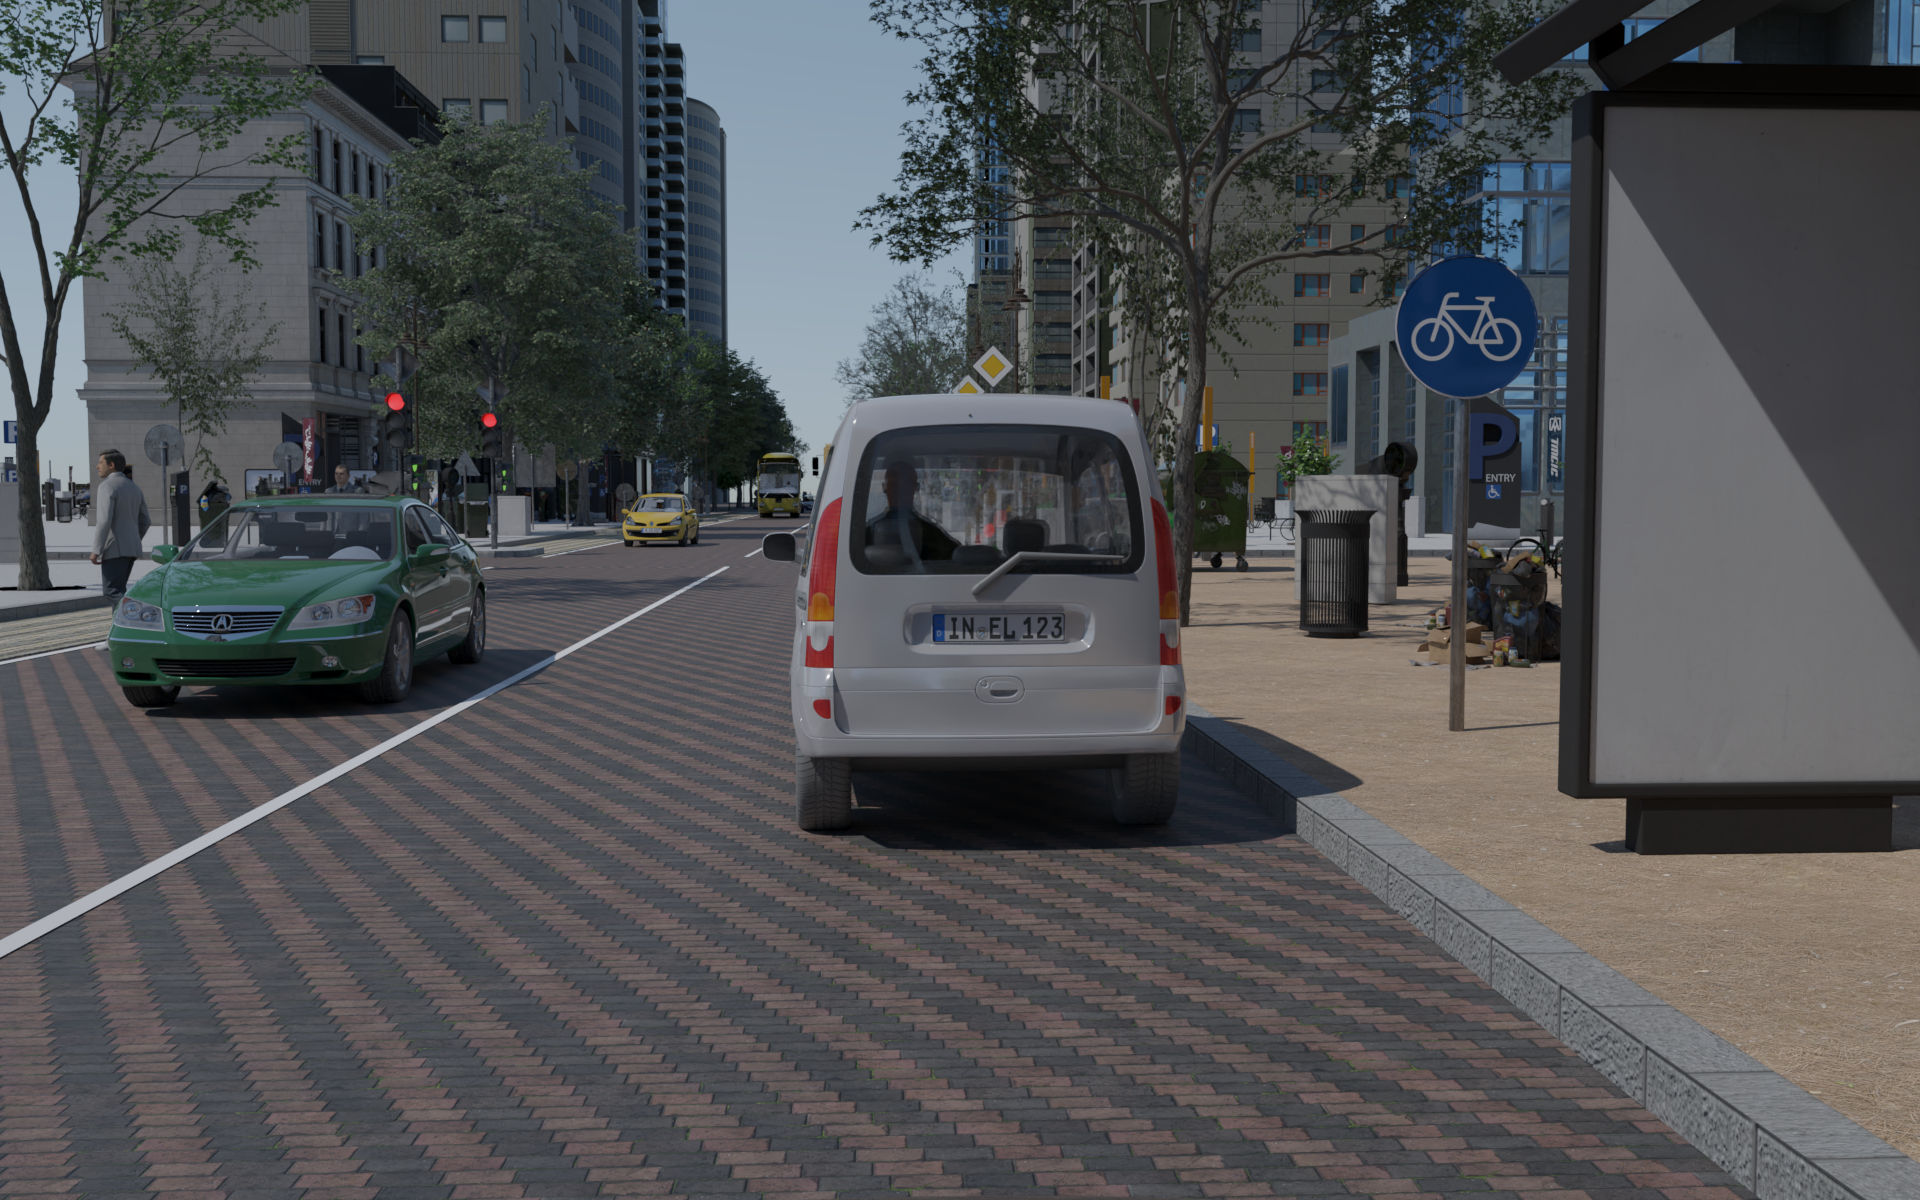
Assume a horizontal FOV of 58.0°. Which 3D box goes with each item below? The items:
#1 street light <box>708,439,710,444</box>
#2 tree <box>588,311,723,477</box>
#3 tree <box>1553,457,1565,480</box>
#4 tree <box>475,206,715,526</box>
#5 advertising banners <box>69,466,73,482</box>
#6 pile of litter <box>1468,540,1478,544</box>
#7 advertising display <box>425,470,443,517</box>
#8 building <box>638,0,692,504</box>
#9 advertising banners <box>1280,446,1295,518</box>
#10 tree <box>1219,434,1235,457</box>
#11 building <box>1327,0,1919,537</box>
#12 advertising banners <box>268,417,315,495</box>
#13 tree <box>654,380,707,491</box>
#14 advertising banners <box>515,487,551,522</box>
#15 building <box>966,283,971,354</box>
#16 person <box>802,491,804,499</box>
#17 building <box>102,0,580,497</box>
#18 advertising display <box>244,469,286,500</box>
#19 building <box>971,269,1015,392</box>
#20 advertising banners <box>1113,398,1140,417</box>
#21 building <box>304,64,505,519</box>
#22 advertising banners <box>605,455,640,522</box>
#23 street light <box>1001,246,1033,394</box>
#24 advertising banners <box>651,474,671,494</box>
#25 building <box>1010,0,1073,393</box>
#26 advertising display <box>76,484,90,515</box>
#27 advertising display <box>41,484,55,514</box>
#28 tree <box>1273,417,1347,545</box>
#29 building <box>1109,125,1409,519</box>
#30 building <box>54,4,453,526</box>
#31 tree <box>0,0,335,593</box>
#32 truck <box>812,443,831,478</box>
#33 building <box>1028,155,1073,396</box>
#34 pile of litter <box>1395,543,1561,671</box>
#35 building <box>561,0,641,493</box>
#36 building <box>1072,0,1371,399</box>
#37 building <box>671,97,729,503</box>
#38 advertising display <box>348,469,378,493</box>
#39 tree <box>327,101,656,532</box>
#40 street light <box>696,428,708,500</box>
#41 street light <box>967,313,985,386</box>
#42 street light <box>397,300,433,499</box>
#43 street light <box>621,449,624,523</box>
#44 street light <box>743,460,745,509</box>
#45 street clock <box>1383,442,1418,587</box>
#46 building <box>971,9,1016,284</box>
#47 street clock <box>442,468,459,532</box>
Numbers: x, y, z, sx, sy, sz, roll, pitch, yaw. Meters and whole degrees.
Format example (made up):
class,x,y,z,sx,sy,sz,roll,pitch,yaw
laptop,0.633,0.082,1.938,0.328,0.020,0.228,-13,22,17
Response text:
class,x,y,z,sx,sy,sz,roll,pitch,yaw
street light,-17.103,-8.813,116.886,0.468,5.910,1.993,0,4,-3
tree,-17.074,-10.372,95.339,9.928,11.665,9.643,0,3,0
tree,16.578,-3.102,45.324,1.663,3.219,1.824,0,3,0
tree,-15.005,-9.291,68.913,9.611,12.733,9.660,0,3,0
advertising banners,-55.196,-6.771,106.898,0.090,3.025,2.074,0,4,-2
pile of litter,5.009,-0.152,16.449,1.176,0.858,1.719,-2,4,-33
advertising display,-14.007,-2.504,46.146,0.123,1.923,0.974,-3,4,-36
building,-45.576,-55.661,222.721,22.319,86.520,31.000,0,4,-3
advertising banners,12.618,-4.074,62.792,2.074,3.025,0.090,0,4,-2
tree,7.749,-3.471,51.355,1.663,3.219,1.824,0,3,0
building,30.013,-45.777,61.118,31.000,86.520,22.319,0,4,-3
advertising banners,-15.454,-2.684,40.079,2.074,3.025,0.090,3,5,40
tree,-17.336,-9.535,106.257,4.360,8.622,3.978,0,3,0
advertising banners,-19.651,-5.044,78.650,2.074,3.025,0.090,-2,4,-27
building,7.731,-28.509,237.820,14.160,30.474,14.107,0,4,-3
person,-21.257,-13.880,235.417,0.705,1.826,1.348,1,4,10
building,-43.137,-32.872,126.690,28.713,52.752,27.495,0,4,-3
advertising display,-17.700,-2.383,44.168,0.974,1.923,0.123,-1,4,-17
building,9.270,-27.621,223.300,14.160,30.474,14.107,0,4,-3
advertising banners,2.277,-2.165,31.590,2.074,3.025,0.090,0,4,-1
building,-33.446,-16.392,97.680,12.332,23.373,15.834,0,4,-3
advertising banners,-15.462,-5.034,78.493,2.074,3.025,0.090,-2,4,-35
street light,1.061,-3.653,32.510,0.468,5.910,1.993,0,4,-3
advertising banners,-17.738,-6.480,102.139,0.090,3.025,2.074,2,4,30
building,19.833,-35.392,167.894,28.713,52.752,27.495,0,4,-3
advertising display,-54.299,-6.237,107.194,0.123,1.923,0.974,3,5,41
advertising display,-57.604,-6.384,109.585,0.123,1.923,0.974,2,4,32
tree,8.626,-2.995,43.570,1.663,3.219,1.824,0,3,0
building,24.654,-15.786,103.133,27.650,21.520,28.899,0,4,-3
building,-30.309,-13.387,69.782,10.553,20.767,40.483,0,4,-3
tree,-12.352,-5.942,22.904,9.928,11.665,9.643,0,3,0
truck,-3.807,-4.233,65.140,3.469,3.379,9.791,0,4,-5
building,12.566,-22.930,146.610,14.160,30.474,14.107,0,4,-3
pile of litter,4.042,0.039,13.325,1.719,0.858,1.176,-2,4,-34
building,-40.995,-37.476,154.733,21.231,58.520,28.212,0,4,-3
building,17.550,-42.204,128.285,20.563,71.187,20.611,0,4,-3
building,-45.630,-43.502,253.249,21.231,58.520,28.212,0,4,-3
advertising display,-15.491,-2.416,44.715,0.974,1.923,0.123,-3,5,-44
tree,-14.728,-9.099,55.421,9.857,13.997,8.962,0,3,0
street light,-16.753,-8.480,111.432,0.468,5.910,1.993,0,4,-3
street light,0.459,-4.383,44.444,0.468,5.910,1.993,0,4,-3
street light,-12.965,-4.194,41.358,0.468,5.910,1.993,0,4,-3
street light,-14.890,-6.337,76.393,0.468,5.910,1.993,0,4,-3
street light,-19.009,-10.972,152.175,0.468,5.910,1.993,0,4,-3
street clock,6.090,-1.188,23.986,0.358,2.002,0.471,-2,4,-24
building,10.550,-57.868,258.807,22.319,86.520,31.000,0,4,-3
street clock,-14.152,-2.666,48.163,0.358,2.002,0.471,2,4,24
